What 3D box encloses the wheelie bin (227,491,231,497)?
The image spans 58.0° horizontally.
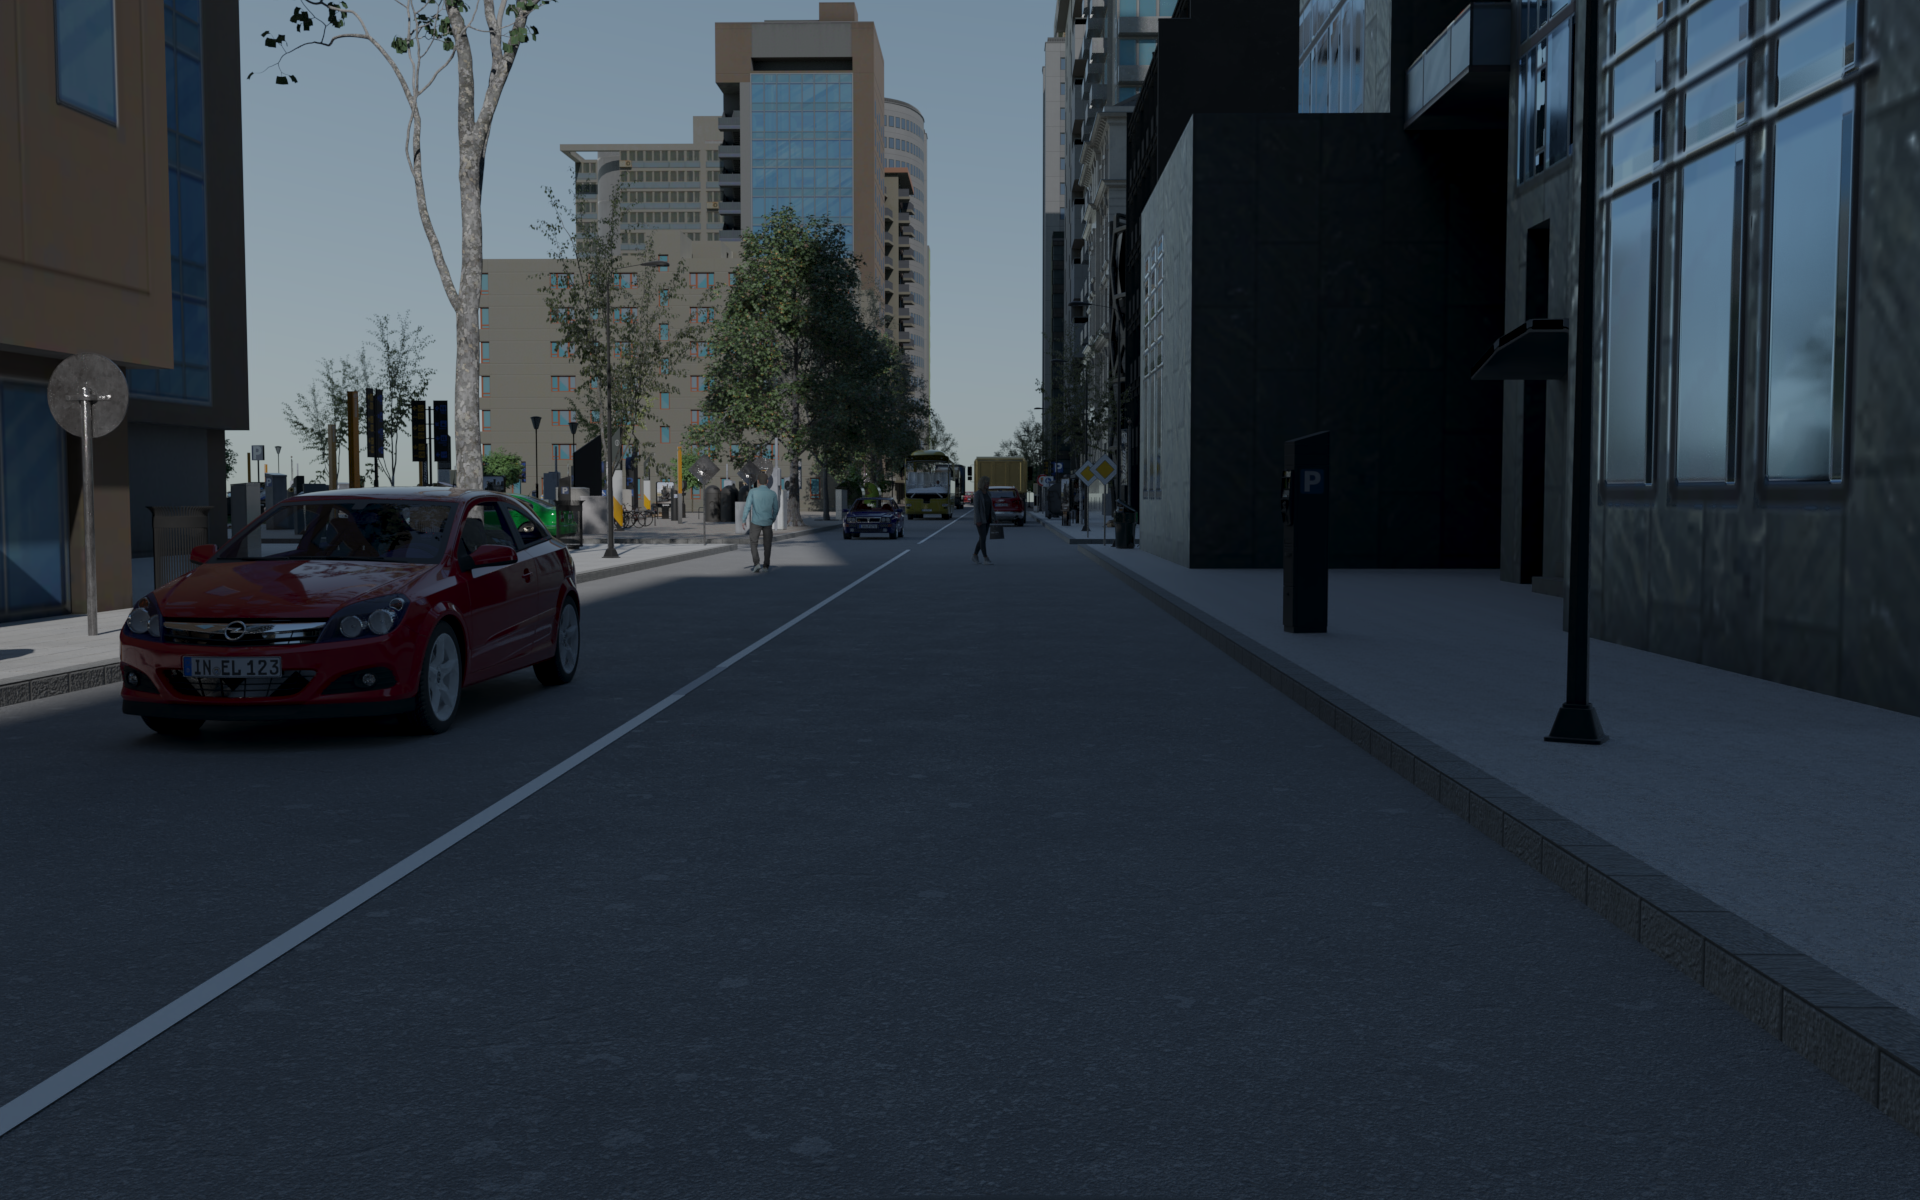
[{"bbox_3d":[-49.090,-6.662,116.826,0.693,1.594,0.980,-3,4,-37],"label":"wheelie bin"}]

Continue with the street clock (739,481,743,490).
[{"bbox_3d":[-12.369,-5.705,97.847,0.358,2.002,0.471,-1,4,-9],"label":"street clock"}]

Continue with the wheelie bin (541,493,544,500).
[{"bbox_3d":[-29.250,-7.037,122.956,0.980,1.594,0.693,-1,4,-17],"label":"wheelie bin"}]

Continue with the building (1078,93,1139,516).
[{"bbox_3d":[15.109,-19.914,112.982,14.401,28.519,23.554,0,4,1],"label":"building"}]

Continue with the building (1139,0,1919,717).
[{"bbox_3d":[14.986,-43.376,21.865,22.319,86.520,31.000,0,4,1],"label":"building"}]

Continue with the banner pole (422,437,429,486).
[{"bbox_3d":[-23.052,-5.198,75.000,0.401,3.779,0.863,1,4,16],"label":"banner pole"}]

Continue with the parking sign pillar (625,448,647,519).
[{"bbox_3d":[-16.968,-6.184,89.576,1.447,3.967,1.447,0,4,-1],"label":"parking sign pillar"}]

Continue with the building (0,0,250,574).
[{"bbox_3d":[-23.157,-23.286,30.841,14.200,45.320,14.600,0,4,1],"label":"building"}]

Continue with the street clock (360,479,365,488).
[{"bbox_3d":[-27.442,-4.578,79.415,0.358,2.002,0.471,-1,4,-9],"label":"street clock"}]

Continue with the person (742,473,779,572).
[{"bbox_3d":[-3.649,-1.421,31.755,0.660,1.820,0.620,-1,4,-19],"label":"person"}]

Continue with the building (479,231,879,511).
[{"bbox_3d":[-21.420,-18.142,141.659,27.650,21.520,28.899,0,4,1],"label":"building"}]

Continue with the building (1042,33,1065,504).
[{"bbox_3d":[21.231,-41.819,225.743,21.231,58.520,28.212,0,4,1],"label":"building"}]

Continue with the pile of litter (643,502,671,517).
[{"bbox_3d":[-16.896,-5.038,96.332,1.719,0.858,1.176,0,4,-6],"label":"pile of litter"}]

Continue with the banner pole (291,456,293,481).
[{"bbox_3d":[-43.764,-7.557,113.577,0.401,3.779,0.863,-2,4,-28],"label":"banner pole"}]

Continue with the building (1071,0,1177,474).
[{"bbox_3d":[21.335,-31.860,140.516,23.786,49.044,30.456,0,4,1],"label":"building"}]

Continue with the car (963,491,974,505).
[{"bbox_3d":[1.369,-13.620,231.361,2.281,1.827,5.304,0,4,0],"label":"car"}]

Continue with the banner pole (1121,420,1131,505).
[{"bbox_3d":[5.632,-4.200,58.684,0.401,3.779,0.863,-1,4,-21],"label":"banner pole"}]

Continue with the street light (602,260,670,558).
[{"bbox_3d":[-6.469,-3.796,34.600,1.470,5.913,1.316,0,4,1],"label":"street light"}]

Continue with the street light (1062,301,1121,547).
[{"bbox_3d":[3.293,-4.239,41.844,1.470,5.913,1.316,0,4,1],"label":"street light"}]

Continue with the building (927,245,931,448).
[{"bbox_3d":[-12.001,-36.297,277.045,14.154,41.232,14.086,0,4,1],"label":"building"}]

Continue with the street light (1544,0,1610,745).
[{"bbox_3d":[2.673,-2.222,8.866,1.470,5.913,1.316,0,4,1],"label":"street light"}]

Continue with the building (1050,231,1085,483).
[{"bbox_3d":[16.986,-25.688,191.704,14.160,30.474,14.107,0,4,1],"label":"building"}]

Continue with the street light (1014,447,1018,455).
[{"bbox_3d":[6.203,-11.998,168.715,1.470,5.913,1.316,0,4,1],"label":"street light"}]

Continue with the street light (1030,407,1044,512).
[{"bbox_3d":[4.650,-7.358,92.837,1.470,5.913,1.316,0,4,1],"label":"street light"}]

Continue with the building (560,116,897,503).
[{"bbox_3d":[-23.194,-30.000,182.373,32.217,40.220,23.993,0,4,1],"label":"building"}]

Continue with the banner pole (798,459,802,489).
[{"bbox_3d":[-10.028,-7.158,107.050,0.401,3.779,0.863,2,4,34],"label":"banner pole"}]

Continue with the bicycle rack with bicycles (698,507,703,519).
[{"bbox_3d":[-12.067,-4.580,88.267,2.852,0.926,2.925,-2,4,-35],"label":"bicycle rack with bicycles"}]

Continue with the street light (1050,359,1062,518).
[{"bbox_3d":[3.810,-5.332,59.719,1.470,5.913,1.316,0,4,1],"label":"street light"}]

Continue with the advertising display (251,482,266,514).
[{"bbox_3d":[-36.927,-5.270,91.373,0.974,1.923,0.123,-2,4,-28],"label":"advertising display"}]

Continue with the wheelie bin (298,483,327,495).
[{"bbox_3d":[-19.207,-2.667,51.506,0.980,1.594,0.693,-2,4,-26],"label":"wheelie bin"}]

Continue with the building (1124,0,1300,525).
[{"bbox_3d":[13.546,-14.768,71.142,12.332,23.373,15.834,0,4,1],"label":"building"}]

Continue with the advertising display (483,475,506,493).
[{"bbox_3d":[-16.084,-3.324,59.554,0.974,1.923,0.123,1,4,10],"label":"advertising display"}]

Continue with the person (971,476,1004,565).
[{"bbox_3d":[0.517,-1.631,35.351,0.728,1.800,0.709,3,5,45],"label":"person"}]

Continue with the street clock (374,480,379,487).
[{"bbox_3d":[-29.536,-5.083,87.673,0.358,2.002,0.471,-1,4,-15],"label":"street clock"}]

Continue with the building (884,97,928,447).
[{"bbox_3d":[-15.851,-43.630,255.346,21.231,58.520,28.212,0,4,1],"label":"building"}]

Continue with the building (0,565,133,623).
[{"bbox_3d":[-16.005,-22.108,11.570,14.600,45.320,14.200,0,4,1],"label":"building"}]

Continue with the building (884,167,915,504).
[{"bbox_3d":[-17.286,-34.998,226.841,22.147,44.769,28.867,0,4,1],"label":"building"}]

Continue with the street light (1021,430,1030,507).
[{"bbox_3d":[5.327,-9.381,125.924,1.470,5.913,1.316,0,4,1],"label":"street light"}]

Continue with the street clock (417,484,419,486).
[{"bbox_3d":[-36.981,-6.982,118.726,0.471,2.002,0.358,1,4,20],"label":"street clock"}]

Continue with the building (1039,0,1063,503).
[{"bbox_3d":[21.720,-49.631,249.717,20.563,71.187,20.611,0,4,1],"label":"building"}]

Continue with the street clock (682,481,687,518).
[{"bbox_3d":[-14.850,-5.406,92.954,0.358,2.002,0.471,-3,5,-42],"label":"street clock"}]

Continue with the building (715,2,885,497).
[{"bbox_3d":[-14.421,-31.349,162.670,14.600,45.320,14.200,0,4,1],"label":"building"}]

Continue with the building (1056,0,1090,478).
[{"bbox_3d":[24.109,-35.476,169.271,28.713,52.752,27.495,0,4,1],"label":"building"}]

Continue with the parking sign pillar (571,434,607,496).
[{"bbox_3d":[-16.706,-5.444,77.475,1.447,3.967,1.447,-2,4,-30],"label":"parking sign pillar"}]

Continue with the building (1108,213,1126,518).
[{"bbox_3d":[16.380,-13.801,93.103,16.820,18.784,16.811,0,4,1],"label":"building"}]

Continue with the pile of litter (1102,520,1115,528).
[{"bbox_3d":[6.145,-3.247,67.053,1.719,0.858,1.176,-2,4,-35],"label":"pile of litter"}]

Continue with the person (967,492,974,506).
[{"bbox_3d":[1.474,-12.645,215.954,1.217,1.735,0.721,1,4,11],"label":"person"}]

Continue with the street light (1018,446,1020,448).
[{"bbox_3d":[5.474,-9.976,135.644,1.470,5.913,1.316,0,4,1],"label":"street light"}]
